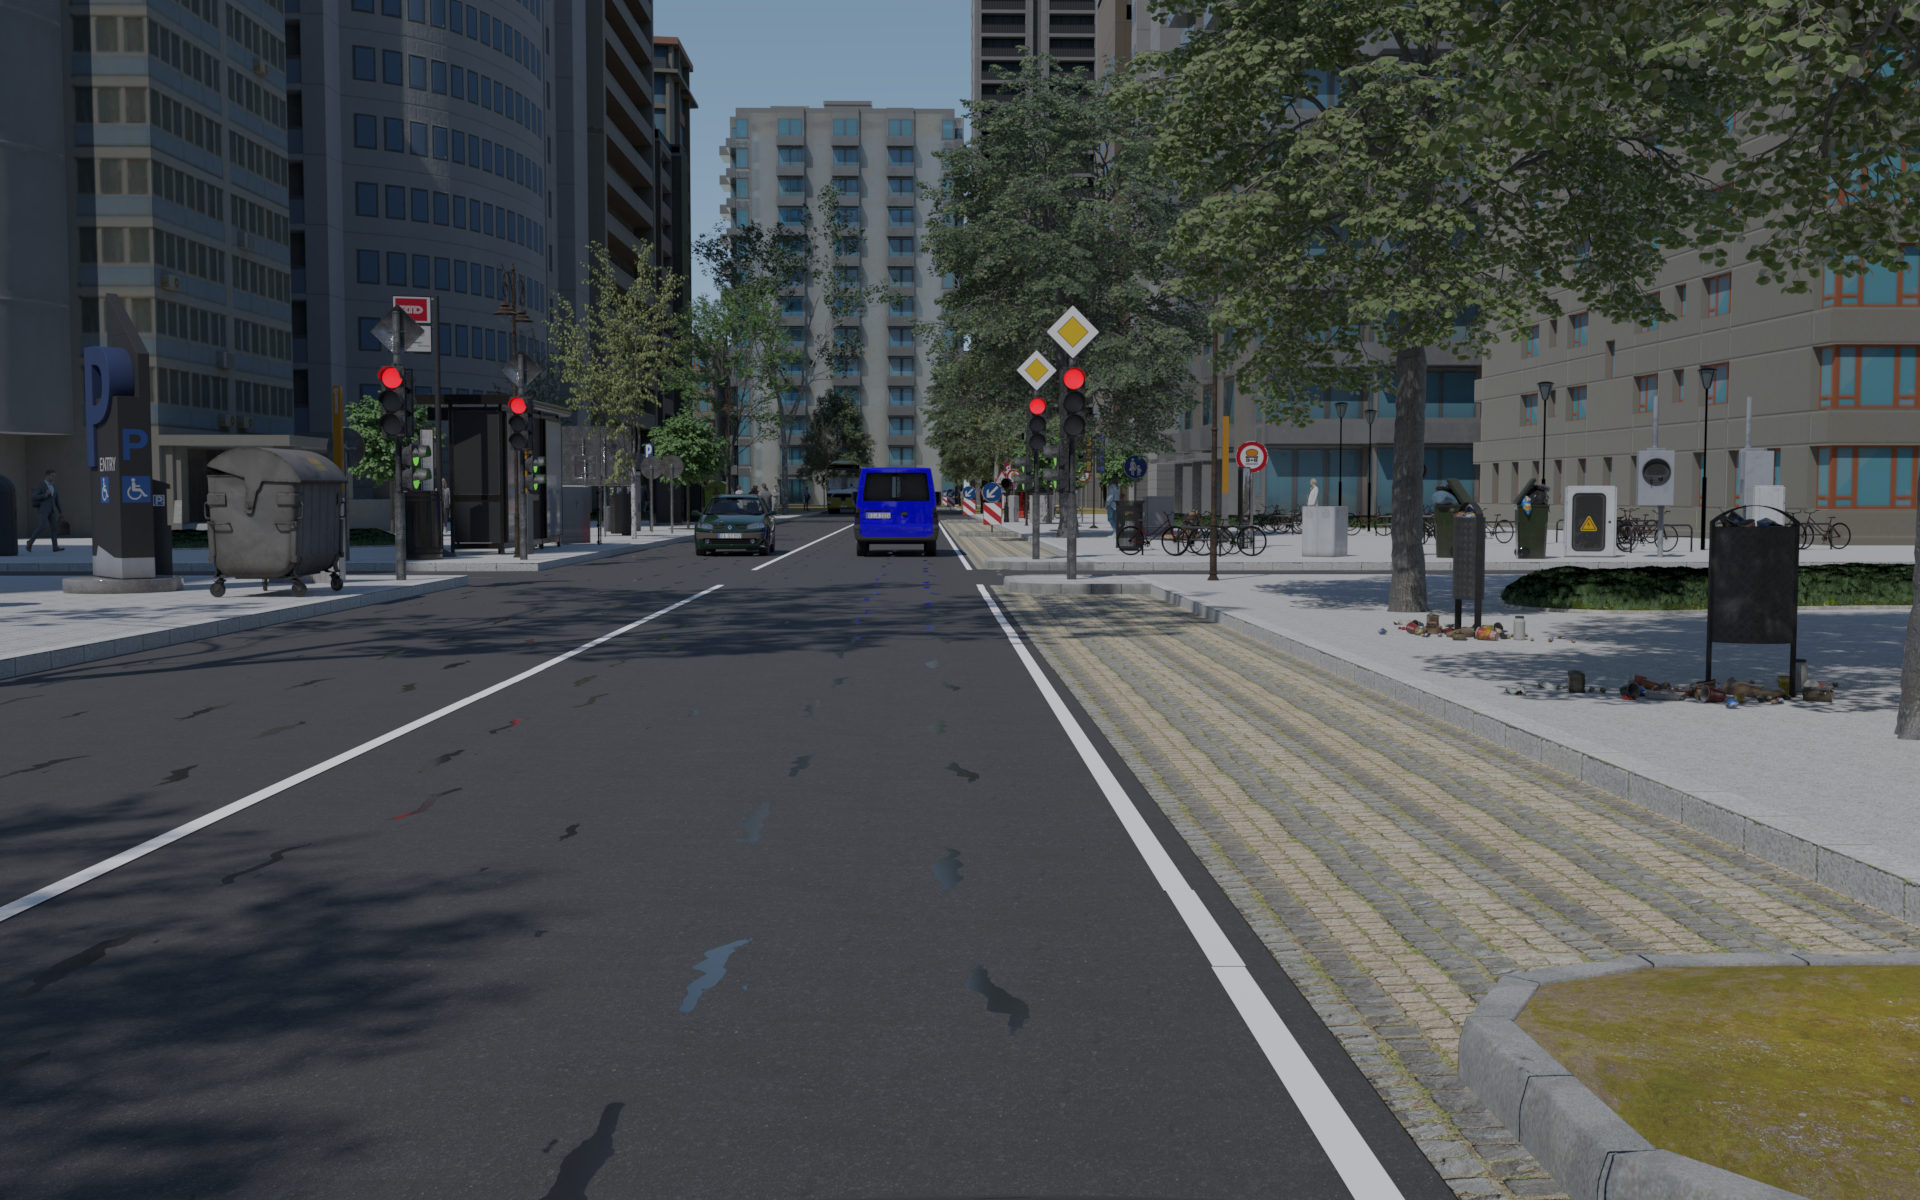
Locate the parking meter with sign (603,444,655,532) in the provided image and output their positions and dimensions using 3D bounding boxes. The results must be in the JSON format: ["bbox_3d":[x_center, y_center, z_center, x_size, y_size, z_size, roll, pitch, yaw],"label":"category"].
[{"bbox_3d":[-11.367,-3.863,59.416,1.738,3.016,0.543,-3,4,-39],"label":"parking meter with sign"}]

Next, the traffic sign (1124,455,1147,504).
[{"bbox_3d":[5.762,-3.473,56.885,0.768,2.556,0.104,0,4,7],"label":"traffic sign"}]

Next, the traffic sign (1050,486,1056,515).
[{"bbox_3d":[5.623,-6.135,102.432,0.606,2.300,0.079,0,4,1],"label":"traffic sign"}]

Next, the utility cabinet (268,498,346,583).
[{"bbox_3d":[-9.439,-0.847,25.006,1.020,1.237,0.306,0,4,-3],"label":"utility cabinet"}]

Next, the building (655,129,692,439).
[{"bbox_3d":[-29.222,-22.333,136.850,14.160,30.474,14.107,0,4,-1],"label":"building"}]

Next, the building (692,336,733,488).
[{"bbox_3d":[-43.458,-22.676,215.783,28.899,21.520,27.650,0,4,-1],"label":"building"}]

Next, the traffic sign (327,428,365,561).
[{"bbox_3d":[-11.782,-2.027,33.243,0.768,2.556,0.104,0,4,6],"label":"traffic sign"}]

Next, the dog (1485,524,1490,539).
[{"bbox_3d":[14.949,-1.962,49.808,0.550,0.427,0.748,0,4,-8],"label":"dog"}]

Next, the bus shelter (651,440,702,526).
[{"bbox_3d":[-11.834,-5.023,73.411,1.731,3.624,6.357,0,4,-1],"label":"bus shelter"}]

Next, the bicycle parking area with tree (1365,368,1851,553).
[{"bbox_3d":[15.804,-3.355,41.854,9.016,4.147,8.231,-1,4,-10],"label":"bicycle parking area with tree"}]

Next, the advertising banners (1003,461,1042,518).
[{"bbox_3d":[3.305,-5.858,91.974,2.074,3.025,0.090,1,4,11],"label":"advertising banners"}]

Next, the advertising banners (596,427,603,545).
[{"bbox_3d":[-9.233,-2.949,44.403,0.090,3.025,2.074,-1,4,-8],"label":"advertising banners"}]

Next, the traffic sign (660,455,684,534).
[{"bbox_3d":[-9.360,-3.434,56.247,0.768,2.556,0.104,0,4,1],"label":"traffic sign"}]

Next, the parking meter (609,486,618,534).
[{"bbox_3d":[-11.068,-3.062,55.778,0.255,1.863,0.399,3,5,43],"label":"parking meter"}]

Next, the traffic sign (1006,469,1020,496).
[{"bbox_3d":[2.747,-5.385,88.149,0.768,2.556,0.104,0,4,2],"label":"traffic sign"}]

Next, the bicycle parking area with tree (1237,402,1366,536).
[{"bbox_3d":[13.050,-4.249,56.467,9.016,4.147,8.231,3,4,36],"label":"bicycle parking area with tree"}]

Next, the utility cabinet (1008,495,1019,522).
[{"bbox_3d":[2.471,-4.179,79.496,0.306,1.237,1.020,1,4,14],"label":"utility cabinet"}]

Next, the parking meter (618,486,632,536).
[{"bbox_3d":[-10.204,-2.911,53.304,0.399,1.863,0.255,-2,4,-33],"label":"parking meter"}]

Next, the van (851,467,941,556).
[{"bbox_3d":[-1.527,-2.276,41.602,2.240,2.365,5.245,0,4,-2],"label":"van"}]

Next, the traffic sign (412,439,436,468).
[{"bbox_3d":[-12.181,-2.401,39.361,0.768,2.556,0.104,0,4,7],"label":"traffic sign"}]

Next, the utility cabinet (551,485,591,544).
[{"bbox_3d":[-9.908,-2.166,44.095,0.318,1.500,1.173,2,4,29],"label":"utility cabinet"}]

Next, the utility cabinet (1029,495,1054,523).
[{"bbox_3d":[3.612,-4.044,77.282,1.020,1.237,0.306,2,4,33],"label":"utility cabinet"}]

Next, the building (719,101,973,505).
[{"bbox_3d":[-13.745,-36.339,213.752,30.456,49.044,23.786,0,4,-1],"label":"building"}]

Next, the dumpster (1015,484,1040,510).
[{"bbox_3d":[3.889,-6.050,101.419,1.502,2.255,1.985,0,4,-1],"label":"dumpster"}]

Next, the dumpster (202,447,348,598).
[{"bbox_3d":[-8.733,-1.002,22.142,1.264,1.857,1.865,0,4,-1],"label":"dumpster"}]

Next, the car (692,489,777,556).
[{"bbox_3d":[-5.362,-1.940,41.503,2.009,1.686,4.222,0,4,-3],"label":"car"}]

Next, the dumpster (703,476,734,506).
[{"bbox_3d":[-12.934,-5.511,92.601,1.502,2.255,1.985,0,4,-1],"label":"dumpster"}]

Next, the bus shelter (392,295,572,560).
[{"bbox_3d":[-10.425,-3.677,37.753,2.179,5.291,8.768,0,4,-1],"label":"bus shelter"}]

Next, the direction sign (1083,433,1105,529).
[{"bbox_3d":[4.988,-4.433,64.471,0.876,3.537,0.379,2,4,28],"label":"direction sign"}]

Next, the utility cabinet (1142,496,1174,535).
[{"bbox_3d":[6.244,-2.655,54.569,1.020,1.237,0.306,-2,4,-28],"label":"utility cabinet"}]

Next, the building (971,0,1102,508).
[{"bbox_3d":[11.804,-47.366,212.679,20.611,71.187,20.563,0,4,-1],"label":"building"}]

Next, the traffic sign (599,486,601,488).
[{"bbox_3d":[-12.879,-3.784,61.974,0.768,2.556,0.104,0,4,-1],"label":"traffic sign"}]

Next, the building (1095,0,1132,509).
[{"bbox_3d":[19.090,-30.341,146.190,14.600,45.320,14.200,0,4,-1],"label":"building"}]

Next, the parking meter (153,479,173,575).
[{"bbox_3d":[-11.882,-1.055,25.655,0.372,1.533,0.369,0,3,0],"label":"parking meter"}]

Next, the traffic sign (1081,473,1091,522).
[{"bbox_3d":[5.604,-4.841,79.264,0.768,2.556,0.104,0,4,2],"label":"traffic sign"}]

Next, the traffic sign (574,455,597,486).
[{"bbox_3d":[-9.921,-2.677,45.893,0.606,2.300,0.079,0,4,7],"label":"traffic sign"}]

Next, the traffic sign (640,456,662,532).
[{"bbox_3d":[-10.337,-3.544,58.045,0.768,2.556,0.104,0,4,6],"label":"traffic sign"}]

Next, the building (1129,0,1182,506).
[{"bbox_3d":[22.902,-35.639,124.703,21.231,58.520,28.212,0,4,-1],"label":"building"}]

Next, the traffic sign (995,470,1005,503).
[{"bbox_3d":[2.281,-5.771,94.365,0.884,2.594,0.081,0,4,2],"label":"traffic sign"}]

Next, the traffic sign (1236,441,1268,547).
[{"bbox_3d":[7.000,-2.538,41.606,0.768,2.556,0.104,0,4,6],"label":"traffic sign"}]

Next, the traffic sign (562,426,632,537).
[{"bbox_3d":[-10.947,-3.543,51.801,2.265,3.308,0.079,0,4,2],"label":"traffic sign"}]
